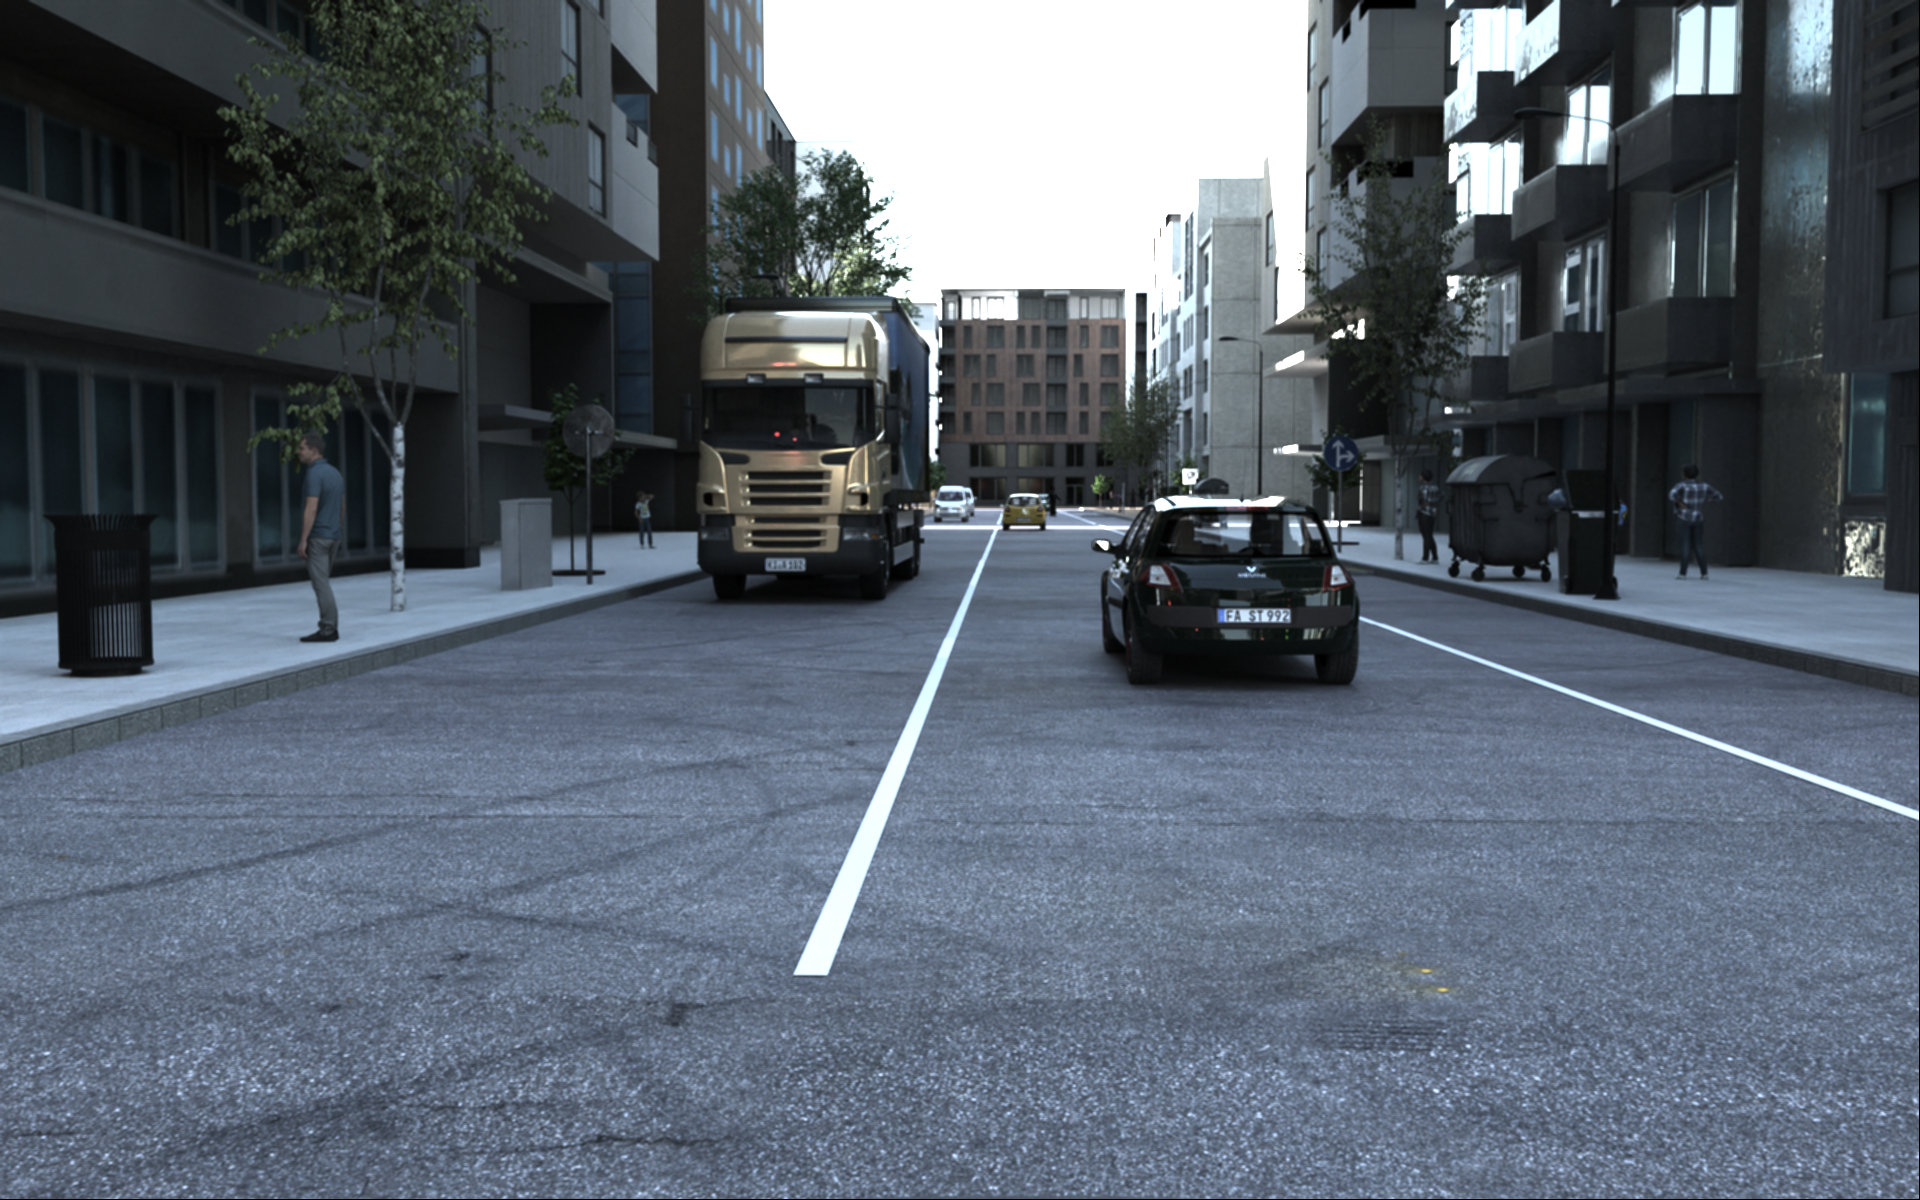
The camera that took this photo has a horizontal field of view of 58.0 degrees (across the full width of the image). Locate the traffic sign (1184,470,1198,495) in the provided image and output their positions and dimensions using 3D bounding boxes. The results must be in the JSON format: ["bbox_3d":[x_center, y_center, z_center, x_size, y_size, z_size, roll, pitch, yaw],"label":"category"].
[{"bbox_3d":[9.485,-4.223,71.179,0.606,2.300,0.079,1,4,11],"label":"traffic sign"}]

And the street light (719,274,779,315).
[{"bbox_3d":[-4.505,-3.921,36.643,1.470,5.913,1.316,0,4,2],"label":"street light"}]

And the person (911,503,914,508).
[{"bbox_3d":[-4.315,-9.005,153.950,0.621,1.740,0.551,-1,4,-23],"label":"person"}]

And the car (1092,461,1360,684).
[{"bbox_3d":[2.136,-0.285,14.440,2.009,1.686,4.222,0,4,1],"label":"car"}]

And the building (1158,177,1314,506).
[{"bbox_3d":[21.824,-14.601,105.181,16.747,18.905,31.486,0,4,2],"label":"building"}]

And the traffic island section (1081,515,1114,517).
[{"bbox_3d":[8.576,-5.227,108.331,1.991,0.108,1.994,0,4,2],"label":"traffic island section"}]

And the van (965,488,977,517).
[{"bbox_3d":[0.089,-6.413,111.864,2.013,2.044,4.112,0,4,0],"label":"van"}]

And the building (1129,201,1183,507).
[{"bbox_3d":[28.745,-17.917,136.915,27.936,21.610,32.646,0,4,2],"label":"building"}]

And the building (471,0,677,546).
[{"bbox_3d":[-23.242,-27.784,43.505,28.713,52.752,27.495,0,4,2],"label":"building"}]

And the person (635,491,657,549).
[{"bbox_3d":[-7.387,-1.883,40.747,0.340,1.345,0.435,3,4,39],"label":"person"}]

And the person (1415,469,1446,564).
[{"bbox_3d":[8.543,-1.519,31.607,0.841,1.734,0.376,-3,5,-45],"label":"person"}]

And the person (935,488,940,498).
[{"bbox_3d":[-1.820,-8.985,153.086,0.705,1.807,1.348,-2,4,-28],"label":"person"}]

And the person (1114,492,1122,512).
[{"bbox_3d":[11.195,-6.910,122.256,0.697,1.427,0.421,-2,4,-26],"label":"person"}]

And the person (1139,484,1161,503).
[{"bbox_3d":[10.402,-5.378,94.105,1.348,1.807,0.705,1,4,15],"label":"person"}]

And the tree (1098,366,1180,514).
[{"bbox_3d":[10.406,-9.064,98.551,4.737,8.622,4.395,0,3,0],"label":"tree"}]

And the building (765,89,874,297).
[{"bbox_3d":[-20.038,-15.569,98.524,27.936,21.610,32.646,0,4,2],"label":"building"}]

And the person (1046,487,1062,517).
[{"bbox_3d":[5.907,-6.222,109.859,1.348,1.869,0.705,-3,5,-40],"label":"person"}]

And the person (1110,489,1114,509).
[{"bbox_3d":[13.073,-8.686,148.767,0.721,1.736,1.217,1,4,12],"label":"person"}]

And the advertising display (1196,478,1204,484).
[{"bbox_3d":[9.665,-3.952,69.830,0.123,1.923,0.974,1,4,21],"label":"advertising display"}]

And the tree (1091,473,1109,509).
[{"bbox_3d":[12.348,-9.720,153.530,1.663,3.219,1.824,0,3,0],"label":"tree"}]

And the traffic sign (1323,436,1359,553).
[{"bbox_3d":[8.328,-2.314,37.935,0.768,2.556,0.104,0,4,4],"label":"traffic sign"}]

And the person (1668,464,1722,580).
[{"bbox_3d":[10.960,-1.174,25.961,0.841,1.734,0.376,0,4,-3],"label":"person"}]

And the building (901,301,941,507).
[{"bbox_3d":[-7.751,-19.593,176.759,11.380,20.091,16.016,0,4,2],"label":"building"}]

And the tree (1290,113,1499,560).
[{"bbox_3d":[8.520,-5.085,33.495,4.360,8.622,3.978,0,3,0],"label":"tree"}]

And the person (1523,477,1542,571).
[{"bbox_3d":[9.732,-1.293,29.142,0.435,1.587,0.963,0,4,8],"label":"person"}]

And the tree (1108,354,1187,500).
[{"bbox_3d":[10.002,-8.565,90.399,4.360,8.622,3.978,0,3,0],"label":"tree"}]

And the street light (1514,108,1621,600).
[{"bbox_3d":[7.361,-2.964,20.997,1.470,5.913,1.316,0,4,2],"label":"street light"}]

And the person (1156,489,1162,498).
[{"bbox_3d":[12.977,-6.642,115.350,1.217,1.736,0.721,2,4,32],"label":"person"}]

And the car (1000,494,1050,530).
[{"bbox_3d":[2.603,-3.635,69.654,2.015,1.641,3.980,0,4,3],"label":"car"}]

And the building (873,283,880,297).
[{"bbox_3d":[-13.755,-16.854,131.986,16.016,20.091,11.380,0,4,2],"label":"building"}]

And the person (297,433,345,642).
[{"bbox_3d":[-5.600,-0.546,15.096,0.434,1.807,0.598,1,4,15],"label":"person"}]

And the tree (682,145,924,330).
[{"bbox_3d":[-4.647,-7.709,51.804,9.928,11.665,9.643,0,3,0],"label":"tree"}]

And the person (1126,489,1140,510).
[{"bbox_3d":[14.318,-8.366,143.544,1.217,1.735,0.721,0,4,3],"label":"person"}]

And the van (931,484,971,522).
[{"bbox_3d":[-0.436,-5.014,88.990,2.013,2.044,4.112,0,4,3],"label":"van"}]

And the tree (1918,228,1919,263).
[{"bbox_3d":[8.364,-1.714,11.744,4.285,4.588,4.351,0,3,0],"label":"tree"}]

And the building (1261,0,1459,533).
[{"bbox_3d":[26.941,-29.150,65.848,28.713,52.752,27.495,0,4,2],"label":"building"}]

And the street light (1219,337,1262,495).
[{"bbox_3d":[8.337,-4.811,51.209,1.470,5.913,1.316,0,4,2],"label":"street light"}]

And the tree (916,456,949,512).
[{"bbox_3d":[-2.523,-10.121,149.184,4.285,4.588,4.351,0,3,0],"label":"tree"}]

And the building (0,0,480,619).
[{"bbox_3d":[-19.434,-24.176,18.976,21.300,48.544,21.600,0,4,2],"label":"building"}]

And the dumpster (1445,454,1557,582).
[{"bbox_3d":[8.104,-1.234,25.940,1.264,1.857,1.865,0,4,2],"label":"dumpster"}]

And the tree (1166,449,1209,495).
[{"bbox_3d":[9.842,-4.851,73.919,1.663,3.219,1.824,0,3,0],"label":"tree"}]

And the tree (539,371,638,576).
[{"bbox_3d":[-6.200,-2.007,27.418,1.663,3.219,1.824,0,3,0],"label":"tree"}]

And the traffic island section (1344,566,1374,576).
[{"bbox_3d":[6.316,-0.521,31.390,1.991,0.108,1.994,0,4,2],"label":"traffic island section"}]

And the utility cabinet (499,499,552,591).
[{"bbox_3d":[-5.888,-0.756,23.516,0.306,1.237,1.020,1,4,11],"label":"utility cabinet"}]

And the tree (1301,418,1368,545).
[{"bbox_3d":[9.521,-3.026,44.079,1.663,3.219,1.824,0,3,0],"label":"tree"}]

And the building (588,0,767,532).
[{"bbox_3d":[-15.143,-25.333,64.313,14.600,45.320,14.200,0,4,2],"label":"building"}]

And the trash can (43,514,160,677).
[{"bbox_3d":[-6.084,-0.041,12.316,0.748,1.137,0.748,0,3,0],"label":"trash can"}]

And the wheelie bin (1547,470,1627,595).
[{"bbox_3d":[8.030,-0.879,22.287,0.980,1.594,0.693,0,4,3],"label":"wheelie bin"}]

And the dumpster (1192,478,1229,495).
[{"bbox_3d":[9.428,-3.617,64.899,1.264,1.857,1.865,0,4,2],"label":"dumpster"}]

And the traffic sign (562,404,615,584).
[{"bbox_3d":[-5.266,-1.495,24.550,0.768,2.556,0.104,0,4,4],"label":"traffic sign"}]

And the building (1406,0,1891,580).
[{"bbox_3d":[23.655,-25.510,36.704,23.786,49.044,30.456,0,4,2],"label":"building"}]

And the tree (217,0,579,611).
[{"bbox_3d":[-6.223,-4.197,18.988,4.737,8.622,4.395,0,3,0],"label":"tree"}]

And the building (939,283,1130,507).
[{"bbox_3d":[14.540,-20.675,182.017,32.646,21.610,27.936,0,4,2],"label":"building"}]

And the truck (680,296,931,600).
[{"bbox_3d":[-2.016,-2.326,26.939,2.839,4.237,11.283,0,4,2],"label":"truck"}]

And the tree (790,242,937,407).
[{"bbox_3d":[-4.928,-9.764,77.773,7.486,12.596,7.792,0,3,0],"label":"tree"}]

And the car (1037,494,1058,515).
[{"bbox_3d":[5.798,-6.707,121.455,2.131,1.459,4.920,0,4,1],"label":"car"}]

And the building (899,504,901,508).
[{"bbox_3d":[-19.146,-12.785,151.176,28.070,9.664,9.099,0,4,2],"label":"building"}]

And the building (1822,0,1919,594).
[{"bbox_3d":[18.099,-20.262,14.876,14.086,41.232,14.154,0,4,2],"label":"building"}]

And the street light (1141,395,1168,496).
[{"bbox_3d":[9.182,-6.646,81.208,1.470,5.913,1.316,0,4,2],"label":"street light"}]
